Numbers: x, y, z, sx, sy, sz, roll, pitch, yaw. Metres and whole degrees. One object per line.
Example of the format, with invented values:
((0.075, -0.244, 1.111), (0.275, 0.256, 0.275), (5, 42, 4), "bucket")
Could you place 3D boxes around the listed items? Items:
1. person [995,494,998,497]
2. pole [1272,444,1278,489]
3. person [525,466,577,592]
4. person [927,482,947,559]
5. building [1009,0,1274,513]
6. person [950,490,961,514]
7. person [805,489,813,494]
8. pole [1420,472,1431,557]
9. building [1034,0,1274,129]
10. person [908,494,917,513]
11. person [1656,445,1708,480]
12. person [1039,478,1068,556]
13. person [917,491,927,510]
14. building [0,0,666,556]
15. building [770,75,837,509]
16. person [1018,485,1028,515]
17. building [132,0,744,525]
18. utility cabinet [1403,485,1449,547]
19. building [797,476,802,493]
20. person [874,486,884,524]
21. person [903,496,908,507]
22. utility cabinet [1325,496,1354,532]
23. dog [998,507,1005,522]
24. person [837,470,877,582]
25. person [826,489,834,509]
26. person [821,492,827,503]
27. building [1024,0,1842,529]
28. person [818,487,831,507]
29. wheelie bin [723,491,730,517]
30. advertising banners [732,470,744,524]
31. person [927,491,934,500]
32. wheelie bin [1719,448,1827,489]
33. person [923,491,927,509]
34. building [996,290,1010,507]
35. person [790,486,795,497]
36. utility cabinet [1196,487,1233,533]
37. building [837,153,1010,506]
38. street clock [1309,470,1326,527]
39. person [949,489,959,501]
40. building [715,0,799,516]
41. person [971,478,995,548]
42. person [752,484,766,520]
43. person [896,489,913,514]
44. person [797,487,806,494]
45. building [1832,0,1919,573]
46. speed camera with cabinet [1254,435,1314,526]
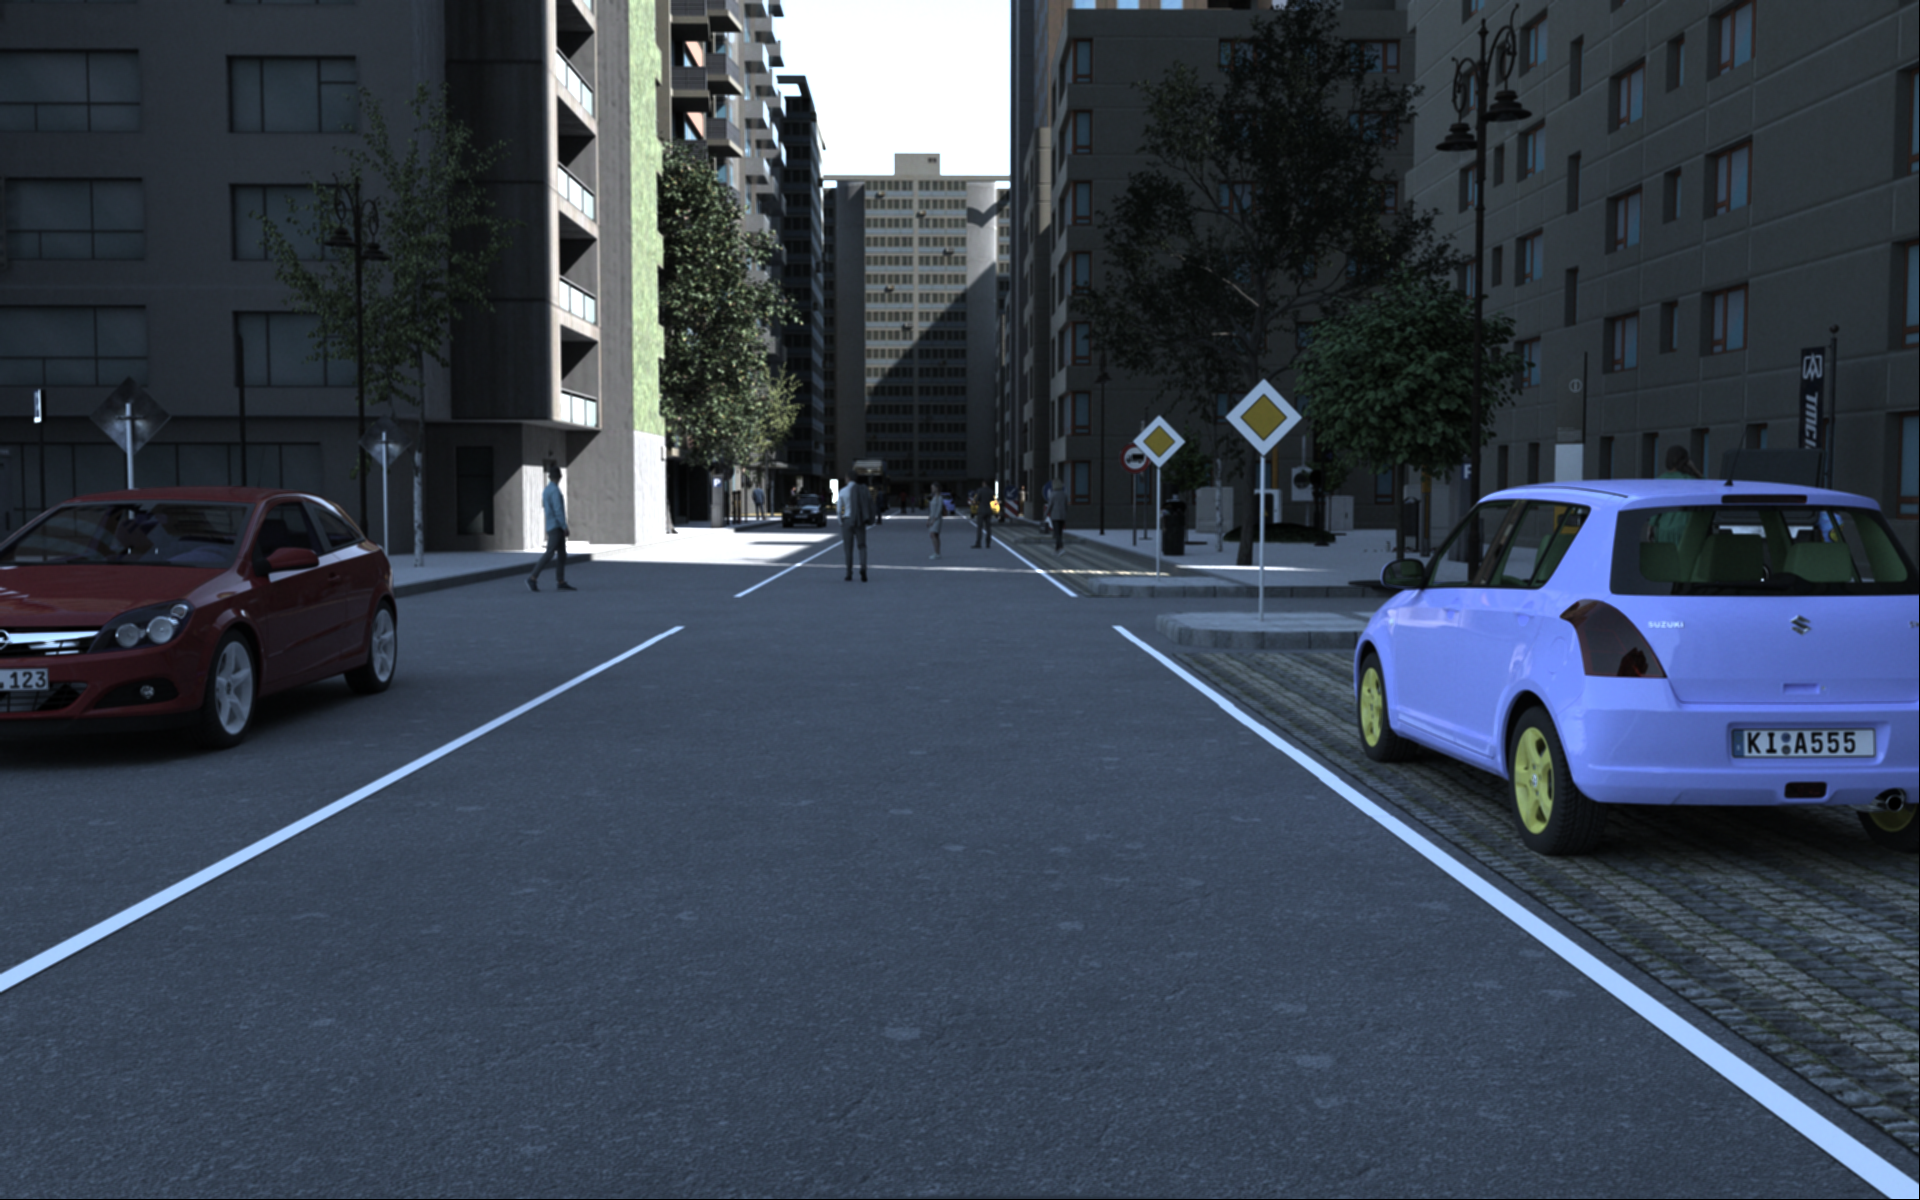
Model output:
((4.113, -10.453, 177.467), (1.217, 1.766, 0.721), (-1, 4, -17), "person")
((11.010, -4.079, 60.543), (0.158, 3.312, 0.155), (0, 3, 0), "pole")
((-6.039, -1.050, 25.533), (0.748, 1.841, 0.638), (-1, 4, -14), "person")
((-0.528, -1.775, 38.528), (0.522, 1.701, 0.512), (-2, 4, -25), "person")
((14.273, -36.066, 131.682), (21.231, 58.520, 28.212), (0, 4, -1), "building")
((-0.510, -6.958, 122.779), (1.217, 1.766, 0.721), (0, 4, 0), "person")
((-12.529, -8.310, 142.717), (0.742, 1.727, 0.445), (-1, 4, -21), "person")
((9.514, -2.537, 35.328), (0.158, 3.312, 0.155), (0, 3, 0), "pole")
((12.007, -28.159, 110.509), (14.600, 45.320, 14.200), (0, 4, -1), "building")
((-3.643, -7.370, 132.222), (0.599, 1.433, 0.991), (-3, 5, -43), "person")
((7.523, -0.731, 18.236), (0.600, 1.795, 0.529), (3, 4, 36), "person")
((2.191, -1.905, 39.835), (0.709, 1.800, 0.728), (-2, 4, -28), "person")
((-3.265, -8.776, 152.708), (1.217, 1.735, 0.721), (-3, 4, -37), "person")
((-15.182, -21.835, 40.590), (14.154, 41.232, 14.086), (0, 4, -1), "building")
((-24.472, -28.557, 158.781), (23.993, 40.220, 32.217), (0, 4, -1), "building")
((3.837, -6.084, 105.513), (1.348, 1.824, 0.705), (2, 4, 23), "person")
((-21.558, -25.829, 76.936), (22.147, 44.769, 28.867), (0, 4, -1), "building")
((11.136, -1.985, 41.133), (1.173, 1.500, 0.318), (0, 4, -2), "utility cabinet")
((-23.869, -25.672, 191.443), (14.107, 30.474, 14.160), (0, 4, -1), "building")
((-3.828, -4.490, 82.096), (0.419, 1.800, 0.721), (-1, 4, -12), "person")
((-5.723, -10.119, 173.951), (1.348, 1.822, 0.705), (-3, 4, -39), "person")
((13.058, -2.960, 59.564), (1.020, 1.237, 0.306), (-2, 4, -29), "utility cabinet")
((2.081, -4.012, 82.439), (0.513, 0.831, 0.800), (2, 4, 28), "dog")
((-1.698, -1.215, 28.469), (0.679, 1.850, 0.850), (-1, 4, -16), "person")
((-11.155, -8.720, 149.133), (0.721, 1.766, 1.217), (-3, 4, -36), "person")
((-10.275, -7.400, 130.256), (0.599, 1.433, 0.991), (1, 4, 22), "person")
((17.413, -14.167, 76.678), (27.650, 21.520, 28.899), (0, 4, -1), "building")
((-10.871, -8.073, 138.005), (1.348, 1.831, 0.705), (-1, 4, -22), "person")
((-13.380, -5.487, 97.623), (0.693, 1.594, 0.980), (1, 4, 9), "wheelie bin")
((-9.437, -4.751, 73.875), (0.090, 3.025, 2.074), (0, 4, 7), "advertising banners")
((-2.191, -8.145, 142.402), (1.217, 1.736, 0.721), (-3, 4, -36), "person")
((5.613, -0.254, 12.054), (0.980, 1.594, 0.693), (2, 4, 33), "wheelie bin")
((-3.497, -9.728, 168.217), (0.551, 1.740, 0.621), (-2, 4, -25), "person")
((17.731, -19.363, 161.625), (27.650, 21.520, 28.899), (0, 4, -1), "building")
((-10.395, -6.255, 108.761), (0.568, 1.767, 0.683), (0, 4, -6), "person")
((8.268, -2.912, 56.283), (1.173, 1.500, 0.318), (2, 4, 30), "utility cabinet")
((-4.954, -31.060, 199.715), (23.993, 40.220, 32.217), (0, 4, -1), "building")
((10.690, -2.890, 51.823), (0.471, 2.002, 0.358), (1, 4, 22), "street clock")
((-0.776, -7.877, 137.305), (1.348, 1.823, 0.705), (1, 4, 12), "person")
((-23.336, -30.277, 114.642), (23.786, 49.044, 30.456), (0, 4, -1), "building")
((0.591, -2.314, 46.144), (0.655, 1.846, 0.447), (-2, 4, -31), "person")
((-10.065, -4.929, 86.817), (0.721, 1.800, 0.419), (-1, 4, -14), "person")
((-4.073, -7.160, 125.500), (1.348, 1.831, 0.705), (2, 4, 27), "person")
((-12.239, -7.833, 134.130), (1.348, 1.822, 0.705), (1, 4, 10), "person")
((28.020, -11.824, 38.369), (28.899, 21.520, 27.650), (0, 4, -1), "building")
((10.826, -3.907, 58.223), (2.038, 3.252, 0.660), (1, 4, 18), "speed camera with cabinet")
